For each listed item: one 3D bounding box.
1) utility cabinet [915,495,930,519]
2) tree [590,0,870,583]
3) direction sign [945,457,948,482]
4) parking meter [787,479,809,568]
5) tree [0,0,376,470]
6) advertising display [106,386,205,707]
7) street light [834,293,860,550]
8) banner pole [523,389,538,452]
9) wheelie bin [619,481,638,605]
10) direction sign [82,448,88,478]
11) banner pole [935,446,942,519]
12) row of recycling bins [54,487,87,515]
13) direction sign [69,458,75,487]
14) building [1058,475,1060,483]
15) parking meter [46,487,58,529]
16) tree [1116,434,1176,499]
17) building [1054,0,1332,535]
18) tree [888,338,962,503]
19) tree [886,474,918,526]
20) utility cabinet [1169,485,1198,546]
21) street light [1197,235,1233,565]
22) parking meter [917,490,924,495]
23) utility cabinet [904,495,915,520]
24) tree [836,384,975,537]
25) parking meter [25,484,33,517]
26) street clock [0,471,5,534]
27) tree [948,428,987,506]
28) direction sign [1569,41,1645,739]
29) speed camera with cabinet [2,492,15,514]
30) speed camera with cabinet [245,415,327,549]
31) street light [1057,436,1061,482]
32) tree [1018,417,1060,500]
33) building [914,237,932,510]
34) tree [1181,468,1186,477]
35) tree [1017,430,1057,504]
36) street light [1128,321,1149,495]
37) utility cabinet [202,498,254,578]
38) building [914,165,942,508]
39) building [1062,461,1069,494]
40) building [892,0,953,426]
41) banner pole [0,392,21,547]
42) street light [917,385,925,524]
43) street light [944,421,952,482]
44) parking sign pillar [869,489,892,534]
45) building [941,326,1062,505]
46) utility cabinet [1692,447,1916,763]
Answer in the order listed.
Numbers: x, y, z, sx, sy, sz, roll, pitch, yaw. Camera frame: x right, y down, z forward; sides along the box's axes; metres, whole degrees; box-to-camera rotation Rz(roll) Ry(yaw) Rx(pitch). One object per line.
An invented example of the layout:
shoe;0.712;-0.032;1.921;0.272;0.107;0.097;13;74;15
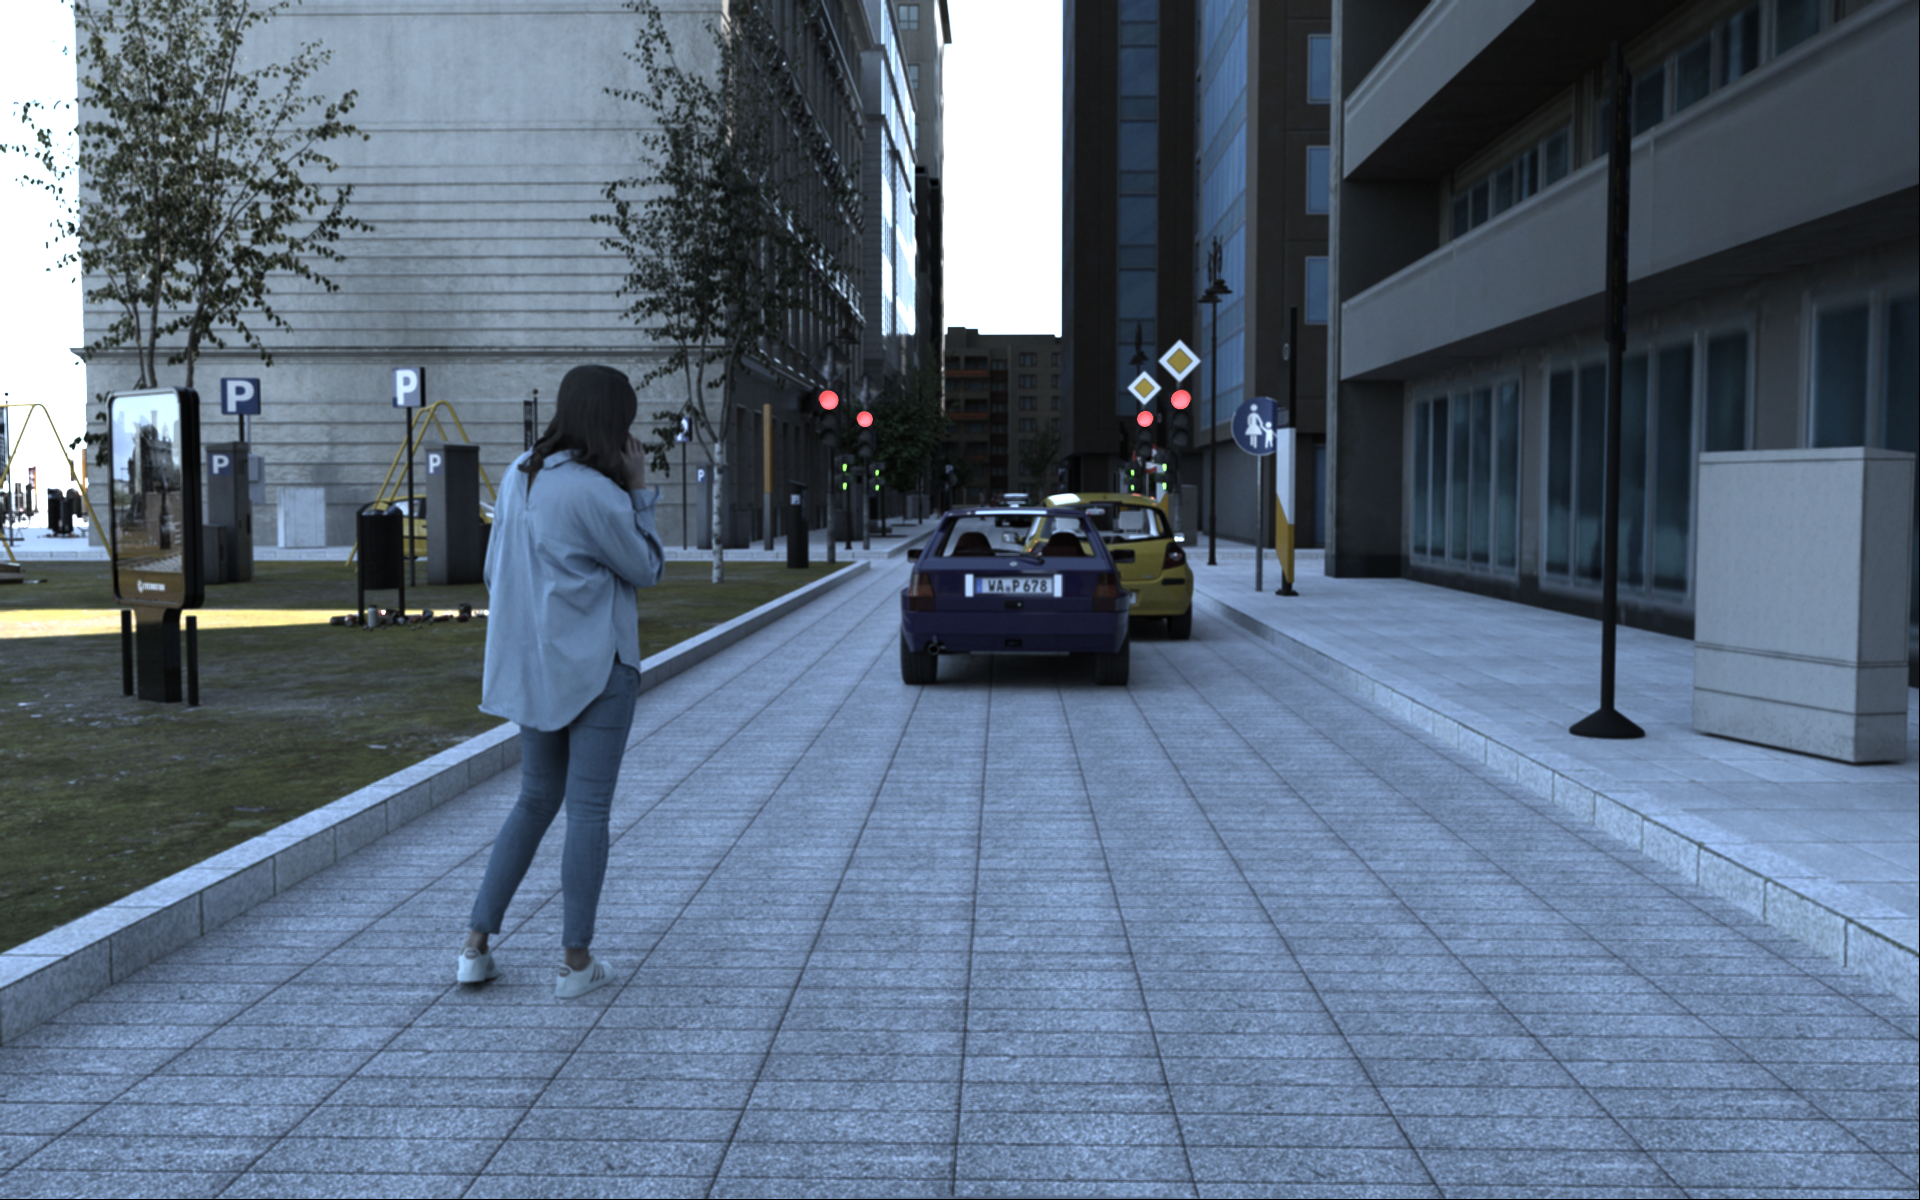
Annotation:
utility cabinet;-2.100;-4.849;90.443;1.020;1.237;0.306;2;4;26
tree;-3.441;-4.566;25.013;4.360;8.622;3.978;0;3;0
direction sign;-0.834;-6.934;105.372;0.379;3.537;0.876;-1;4;-9
parking meter;-2.814;-1.322;30.024;0.372;1.533;0.369;0;3;0
tree;-9.147;-4.280;20.338;4.360;8.622;3.978;0;3;0
advertising display;-4.974;-0.336;10.709;0.974;1.923;0.123;3;5;40
street light;-2.581;-4.107;39.939;0.468;5.910;1.993;0;4;2
banner pole;-10.140;-3.121;41.047;0.401;3.779;0.863;1;4;11
wheelie bin;-3.500;-0.567;17.182;0.693;1.594;0.980;0;4;4
direction sign;-42.604;-5.693;85.075;0.876;3.537;0.379;-1;4;-14
banner pole;-1.181;-6.107;89.858;0.401;3.779;0.863;-1;4;-15
row of recycling bins;-54.409;-6.124;107.247;3.534;1.692;1.069;-1;4;-19
direction sign;-56.539;-7.239;110.356;0.379;3.537;0.876;-1;4;-9
building;20.716;-45.172;176.817;20.563;71.187;20.611;0;4;2
parking meter;-33.301;-3.374;63.572;0.372;1.533;0.369;0;3;0
tree;5.690;-3.571;52.993;1.663;3.219;1.824;0;3;0
building;10.984;-25.396;65.329;14.600;45.320;14.200;0;4;2
tree;-1.894;-8.066;82.243;4.737;8.622;4.395;0;3;0
tree;-2.405;-4.596;69.752;1.663;3.219;1.824;0;3;0
utility cabinet;5.330;-2.051;42.213;0.318;1.500;1.173;3;5;44
street light;4.564;-3.571;31.170;0.468;5.910;1.993;0;4;2
parking meter;-2.194;-5.360;96.042;0.372;1.533;0.369;0;3;0
utility cabinet;-2.606;-4.595;86.295;0.306;1.237;1.020;-1;4;-12
tree;-2.267;-4.170;51.890;4.285;4.588;4.351;0;3;0
parking meter;-52.402;-5.611;97.456;0.399;1.863;0.255;3;4;37
street clock;-30.662;-3.100;55.258;0.471;2.002;0.358;3;4;38
tree;0.755;-14.794;192.250;4.360;8.622;3.978;0;3;0
direction sign;3.455;-1.049;9.145;0.379;3.537;0.876;2;4;25
speed camera with cabinet;-62.174;-7.214;112.286;2.038;3.252;0.660;-2;4;-29
speed camera with cabinet;-15.944;-2.822;40.477;2.038;3.252;0.660;-3;4;-37
street light;6.585;-8.614;113.628;0.468;5.910;1.993;0;4;2
tree;7.746;-13.167;165.639;4.737;8.622;4.395;0;3;0
building;-16.530;-17.439;130.170;27.650;21.520;28.899;0;4;2
tree;6.389;-3.715;55.349;1.663;3.219;1.824;0;3;0
tree;8.744;-14.800;192.336;4.360;8.622;3.978;0;3;0
street light;4.765;-4.499;46.350;0.468;5.910;1.993;0;4;2
utility cabinet;-11.375;-0.937;26.478;1.020;1.237;0.306;0;4;-4
building;-8.885;-23.260;152.004;14.160;30.474;14.107;0;4;2
building;17.530;-47.975;97.059;22.319;86.520;31.000;0;4;2
building;-14.894;-35.776;174.180;27.495;52.752;28.713;0;4;2
banner pole;-23.440;-3.213;42.545;0.863;3.779;0.401;3;5;44
street light;-1.686;-6.182;73.865;0.468;5.910;1.993;0;4;2
street light;-0.772;-8.241;107.536;0.468;5.910;1.993;0;4;2
parking sign pillar;-2.951;-4.183;56.863;1.447;3.967;1.447;0;4;-6
building;0.491;-22.552;213.758;28.899;21.520;27.650;0;4;2
utility cabinet;4.212;-0.001;8.698;0.318;1.500;1.173;-1;4;-14
